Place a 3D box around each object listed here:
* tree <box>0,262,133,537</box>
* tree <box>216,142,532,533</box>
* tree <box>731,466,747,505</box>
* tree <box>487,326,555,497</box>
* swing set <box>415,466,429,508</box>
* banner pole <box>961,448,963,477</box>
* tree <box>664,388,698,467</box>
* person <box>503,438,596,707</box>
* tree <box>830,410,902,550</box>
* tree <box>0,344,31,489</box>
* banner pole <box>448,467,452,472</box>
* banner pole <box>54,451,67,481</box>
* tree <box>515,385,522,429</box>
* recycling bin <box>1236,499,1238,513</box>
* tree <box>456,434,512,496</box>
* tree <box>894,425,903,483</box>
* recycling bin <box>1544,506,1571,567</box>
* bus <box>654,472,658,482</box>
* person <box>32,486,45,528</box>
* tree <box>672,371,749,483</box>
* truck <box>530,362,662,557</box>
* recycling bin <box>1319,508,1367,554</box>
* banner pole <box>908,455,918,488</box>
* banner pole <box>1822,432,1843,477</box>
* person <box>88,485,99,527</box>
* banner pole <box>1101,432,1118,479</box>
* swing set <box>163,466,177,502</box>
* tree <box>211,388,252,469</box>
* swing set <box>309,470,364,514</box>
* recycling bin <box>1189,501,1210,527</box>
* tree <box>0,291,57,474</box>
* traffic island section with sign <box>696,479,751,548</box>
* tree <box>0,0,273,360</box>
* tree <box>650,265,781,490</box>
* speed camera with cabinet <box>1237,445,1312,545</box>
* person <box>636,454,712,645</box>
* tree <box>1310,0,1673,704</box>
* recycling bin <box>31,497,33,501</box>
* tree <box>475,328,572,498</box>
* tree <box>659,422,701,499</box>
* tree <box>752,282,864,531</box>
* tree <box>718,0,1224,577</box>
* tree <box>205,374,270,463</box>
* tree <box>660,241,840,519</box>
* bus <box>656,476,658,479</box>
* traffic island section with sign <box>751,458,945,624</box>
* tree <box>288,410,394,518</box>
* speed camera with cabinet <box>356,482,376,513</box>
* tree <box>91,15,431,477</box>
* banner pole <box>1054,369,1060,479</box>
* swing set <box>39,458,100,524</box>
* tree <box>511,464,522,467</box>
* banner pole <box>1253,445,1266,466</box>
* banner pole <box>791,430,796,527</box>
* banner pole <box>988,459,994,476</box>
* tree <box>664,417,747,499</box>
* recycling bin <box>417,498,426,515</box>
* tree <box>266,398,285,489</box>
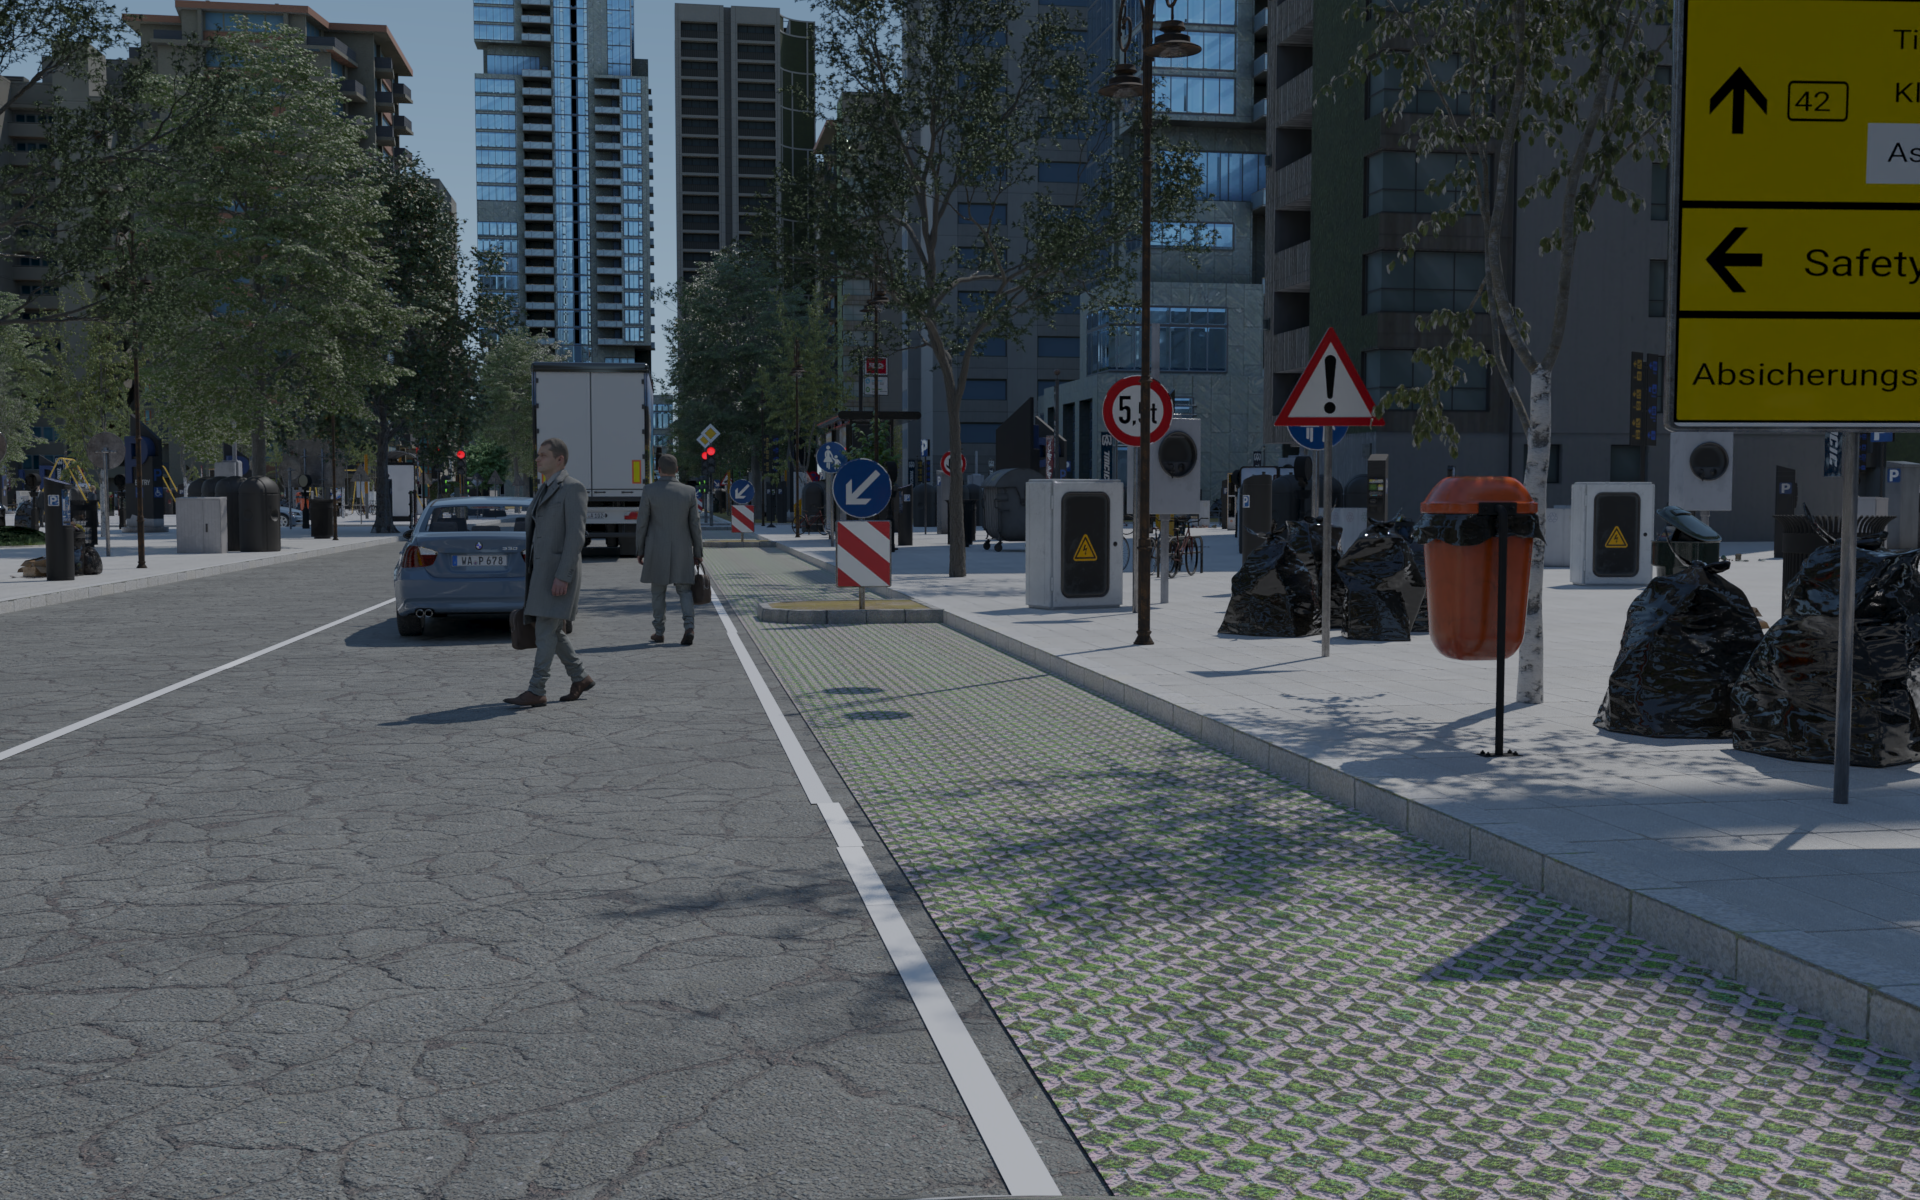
[{"bbox_3d":[-25.972,-6.202,51.769,4.737,8.622,4.395,0,3,0],"label":"tree"},{"bbox_3d":[-18.961,-8.538,56.610,9.611,12.733,9.660,0,3,0],"label":"tree"},{"bbox_3d":[-14.092,-7.006,109.148,1.663,3.219,1.824,0,3,0],"label":"tree"},{"bbox_3d":[-30.216,-12.167,117.058,7.486,12.596,7.792,0,3,0],"label":"tree"},{"bbox_3d":[-31.322,-6.174,98.559,2.862,2.851,3.119,-2,4,-35],"label":"swing set"},{"bbox_3d":[0.071,-6.362,94.032,0.401,3.779,0.863,-1,4,-9],"label":"banner pole"},{"bbox_3d":[-24.652,-14.769,167.232,9.928,11.665,9.643,0,3,0],"label":"tree"},{"bbox_3d":[-2.802,-0.195,11.790,0.767,1.812,0.694,-3,4,-37],"label":"person"},{"bbox_3d":[-1.912,-2.765,39.806,1.663,3.219,1.824,0,3,0],"label":"tree"},{"bbox_3d":[-44.216,-7.848,78.682,4.360,8.622,3.978,0,3,0],"label":"tree"},{"bbox_3d":[-31.820,-7.222,108.101,0.401,3.779,0.863,-3,4,-37],"label":"banner pole"},{"bbox_3d":[-52.313,-6.785,100.943,0.401,3.779,0.863,3,5,43],"label":"banner pole"},{"bbox_3d":[-36.679,-15.018,155.914,12.009,13.543,11.850,0,3,0],"label":"tree"},{"bbox_3d":[12.893,-4.254,82.100,0.722,1.027,0.722,2,4,23],"label":"recycling bin"},{"bbox_3d":[-26.140,-6.808,95.022,4.285,4.588,4.351,0,3,0],"label":"tree"},{"bbox_3d":[-5.939,-12.329,151.937,4.737,8.622,4.395,0,3,0],"label":"tree"},{"bbox_3d":[10.703,-1.105,30.616,0.722,1.027,0.722,2,4,25],"label":"recycling bin"},{"bbox_3d":[-29.079,-10.181,158.004,2.896,3.916,12.252,-1,4,-8],"label":"bus"},{"bbox_3d":[-36.362,-3.678,68.411,0.659,1.850,0.755,0,4,2],"label":"person"},{"bbox_3d":[-22.571,-14.665,157.895,7.486,12.596,7.792,0,3,0],"label":"tree"},{"bbox_3d":[-8.762,-3.273,42.430,2.839,4.237,11.283,-1,4,-9],"label":"truck"},{"bbox_3d":[7.068,-1.180,31.846,0.722,1.027,0.722,-2,4,-28],"label":"recycling bin"},{"bbox_3d":[-2.973,-7.451,111.841,0.863,3.779,0.401,-1,4,-21],"label":"banner pole"},{"bbox_3d":[15.450,-2.472,30.434,0.401,3.779,0.863,-1,4,-10],"label":"banner pole"},{"bbox_3d":[-34.290,-3.641,68.455,0.576,1.772,0.534,1,4,16],"label":"person"},{"bbox_3d":[5.335,-4.359,61.292,0.863,3.779,0.401,-1,4,-22],"label":"banner pole"},{"bbox_3d":[-44.756,-6.070,96.866,2.862,2.851,3.119,-2,4,-32],"label":"swing set"},{"bbox_3d":[-35.049,-7.855,78.793,4.737,8.622,4.395,0,3,0],"label":"tree"},{"bbox_3d":[-40.288,-6.959,111.407,3.119,2.851,2.862,-2,4,-35],"label":"swing set"},{"bbox_3d":[9.288,-3.353,67.373,0.722,1.027,0.722,0,4,-5],"label":"recycling bin"},{"bbox_3d":[-49.641,-10.325,86.939,7.486,12.596,7.792,0,3,0],"label":"tree"},{"bbox_3d":[-6.044,-2.345,46.965,1.989,1.847,2.006,-1,4,-10],"label":"traffic island section with sign"},{"bbox_3d":[-13.621,-5.402,22.738,7.601,10.594,8.767,1,4,12],"label":"tree"},{"bbox_3d":[-19.481,-17.477,141.633,12.611,20.169,13.585,0,3,0],"label":"tree"},{"bbox_3d":[7.660,-2.922,42.107,0.660,3.252,2.038,-2,4,-35],"label":"speed camera with cabinet"},{"bbox_3d":[-2.761,-0.488,16.586,0.694,1.812,0.767,-1,4,-20],"label":"person"},{"bbox_3d":[3.694,-3.681,10.555,4.360,8.622,3.978,0,3,0],"label":"tree"},{"bbox_3d":[-70.117,-7.223,130.649,0.722,1.027,0.722,-1,4,-11],"label":"recycling bin"},{"bbox_3d":[-33.391,-13.803,132.338,9.857,13.997,8.962,0,3,0],"label":"tree"},{"bbox_3d":[-32.780,-18.817,218.029,12.009,13.543,11.850,0,3,0],"label":"tree"},{"bbox_3d":[-5.348,-6.680,59.580,4.737,8.622,4.395,0,3,0],"label":"tree"},{"bbox_3d":[0.113,-5.649,26.776,8.767,10.594,7.601,1,4,21],"label":"tree"},{"bbox_3d":[-42.439,-9.272,101.959,4.360,8.622,3.978,0,3,0],"label":"tree"},{"bbox_3d":[-10.228,-11.043,87.204,9.857,13.997,8.962,0,3,0],"label":"tree"},{"bbox_3d":[-31.442,-10.965,174.136,2.948,3.499,13.247,-1,4,-9],"label":"bus"},{"bbox_3d":[-1.313,-0.690,19.902,1.989,1.847,2.006,-1,4,-10],"label":"traffic island section with sign"},{"bbox_3d":[-32.899,-8.673,92.171,4.737,8.622,4.395,0,3,0],"label":"tree"},{"bbox_3d":[-39.598,-7.441,116.003,0.660,3.252,2.038,1,4,14],"label":"speed camera with cabinet"},{"bbox_3d":[-16.685,-7.548,41.533,7.486,12.596,7.792,0,3,0],"label":"tree"},{"bbox_3d":[1.936,-2.751,34.999,0.401,3.779,0.863,0,4,-2],"label":"banner pole"},{"bbox_3d":[-39.087,-4.787,75.892,2.862,2.851,3.119,-1,4,-18],"label":"swing set"},{"bbox_3d":[-34.856,-12.784,143.425,7.601,10.594,8.767,1,4,10],"label":"tree"},{"bbox_3d":[15.414,-6.054,89.006,0.863,3.779,0.401,-1,4,-19],"label":"banner pole"},{"bbox_3d":[-6.328,-4.714,67.097,0.401,3.779,0.863,-1,4,-13],"label":"banner pole"},{"bbox_3d":[2.099,-7.252,108.585,0.863,3.779,0.401,2,4,32],"label":"banner pole"},{"bbox_3d":[-27.727,-16.537,187.380,9.611,12.733,9.660,0,3,0],"label":"tree"},{"bbox_3d":[-32.911,-5.684,105.482,0.722,1.027,0.722,-1,4,-10],"label":"recycling bin"},{"bbox_3d":[-45.490,-9.772,110.134,4.737,8.622,4.395,0,3,0],"label":"tree"}]
